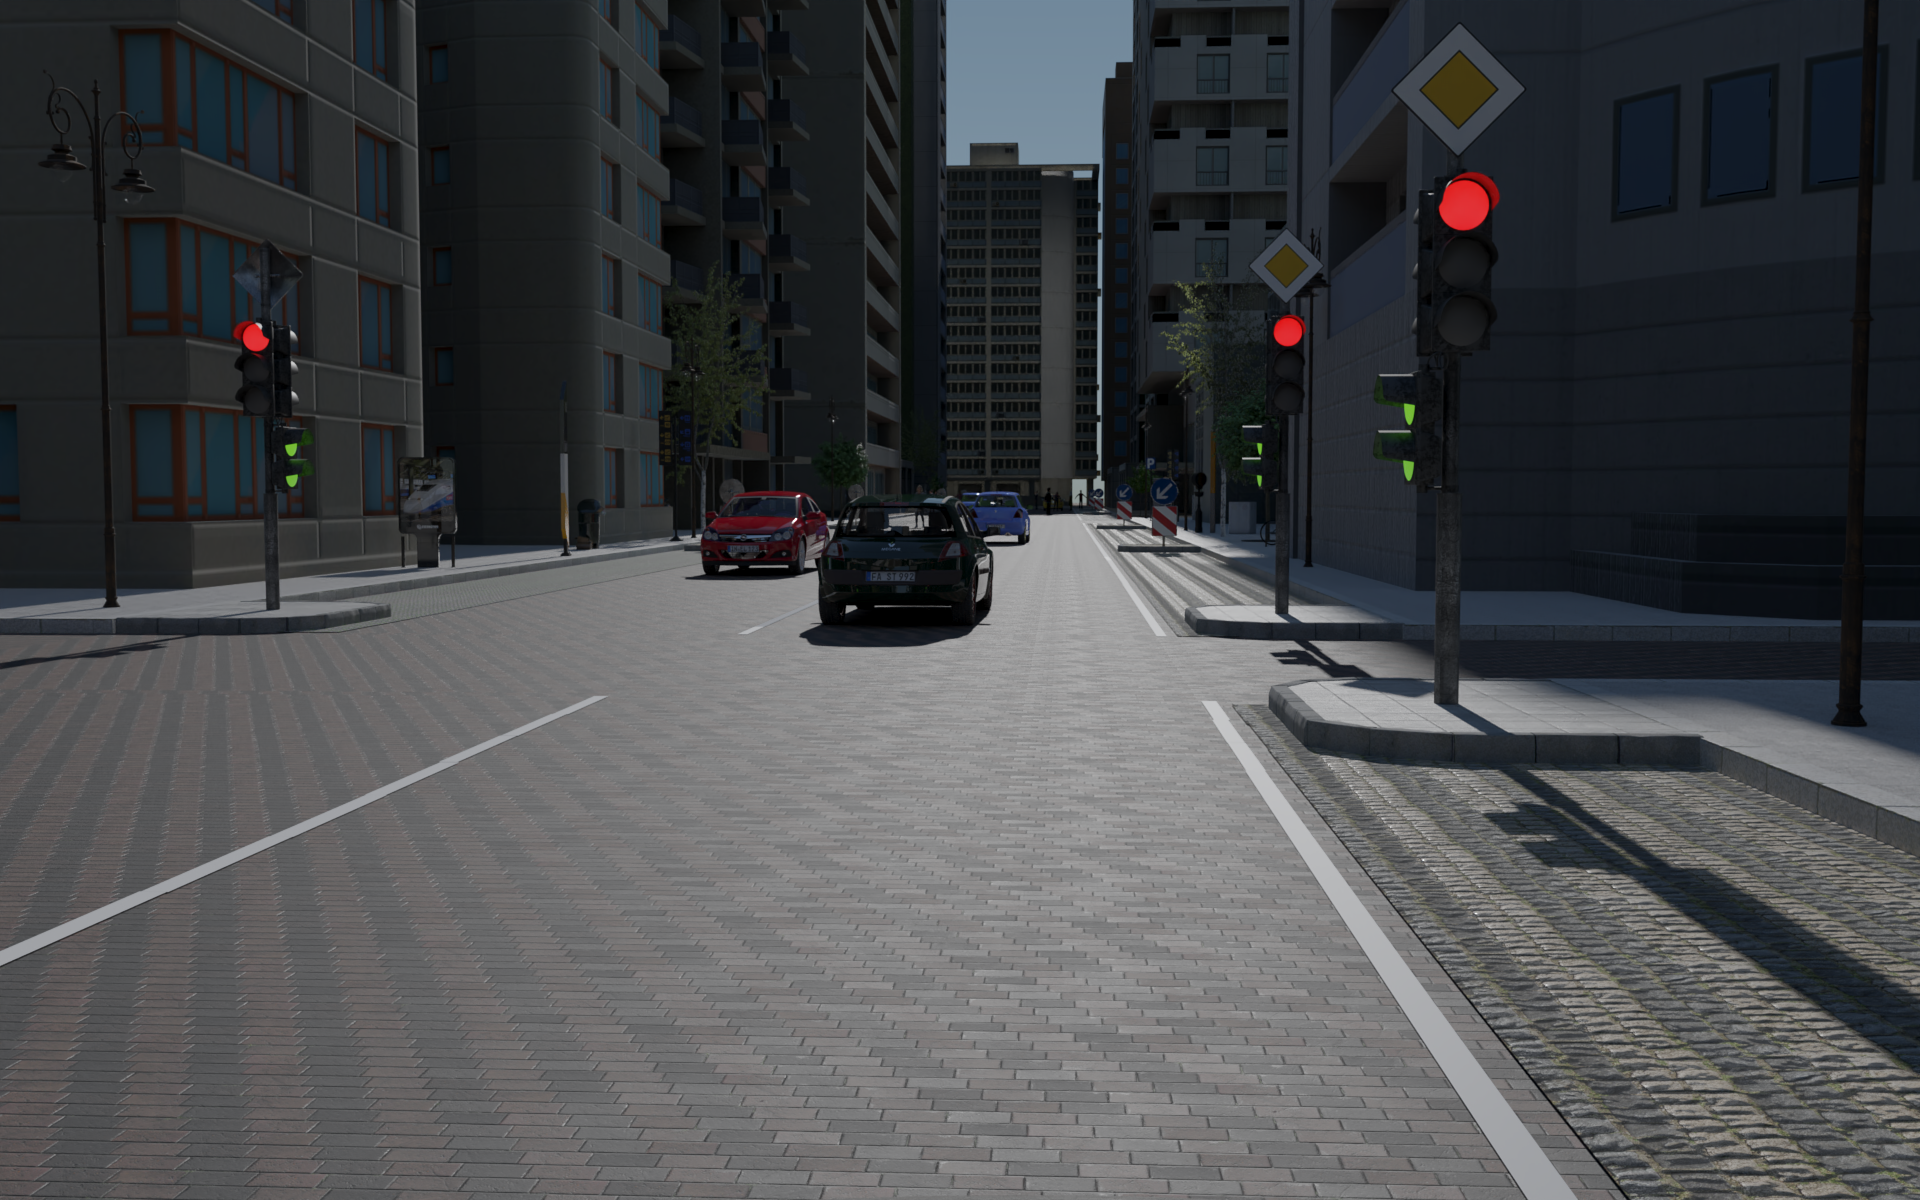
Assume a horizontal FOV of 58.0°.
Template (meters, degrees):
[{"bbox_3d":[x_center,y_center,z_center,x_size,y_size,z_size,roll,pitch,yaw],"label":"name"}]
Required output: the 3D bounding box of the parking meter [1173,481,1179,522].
[{"bbox_3d":[9.959,-4.535,79.858,0.255,1.863,0.399,0,4,-2],"label":"parking meter"}]

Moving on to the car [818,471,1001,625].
[{"bbox_3d":[-0.560,-0.645,20.338,2.009,1.686,4.222,0,4,5],"label":"car"}]

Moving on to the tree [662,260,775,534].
[{"bbox_3d":[-8.157,-6.433,55.536,4.737,8.622,4.395,0,3,0],"label":"tree"}]

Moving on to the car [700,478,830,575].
[{"bbox_3d":[-3.569,-1.416,32.188,2.155,1.783,4.494,0,4,5],"label":"car"}]

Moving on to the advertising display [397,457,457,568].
[{"bbox_3d":[-9.285,-1.529,30.206,0.974,1.923,0.123,0,4,-7],"label":"advertising display"}]

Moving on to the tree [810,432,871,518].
[{"bbox_3d":[-6.319,-6.626,92.054,4.285,4.588,4.351,0,3,0],"label":"tree"}]

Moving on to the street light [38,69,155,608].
[{"bbox_3d":[-9.625,-2.855,19.471,0.468,5.910,1.993,0,4,3],"label":"street light"}]

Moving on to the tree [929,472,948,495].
[{"bbox_3d":[-2.090,-9.348,147.442,1.663,3.219,1.824,0,3,0],"label":"tree"}]

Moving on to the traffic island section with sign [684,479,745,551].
[{"bbox_3d":[-5.843,-2.168,44.068,1.989,1.847,2.006,0,4,3],"label":"traffic island section with sign"}]

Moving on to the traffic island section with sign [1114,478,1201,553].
[{"bbox_3d":[4.933,-2.111,43.137,1.989,1.847,2.006,0,4,3],"label":"traffic island section with sign"}]

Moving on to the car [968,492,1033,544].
[{"bbox_3d":[1.171,-2.532,50.981,1.945,1.707,3.694,0,4,5],"label":"car"}]

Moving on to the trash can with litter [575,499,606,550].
[{"bbox_3d":[-8.609,-1.765,40.250,0.624,1.170,1.055,0,4,-4],"label":"trash can with litter"}]

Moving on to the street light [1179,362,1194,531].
[{"bbox_3d":[7.961,-5.387,60.866,0.468,5.910,1.993,0,4,3],"label":"street light"}]

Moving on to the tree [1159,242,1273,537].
[{"bbox_3d":[8.109,-6.189,51.547,4.360,8.622,3.978,0,3,0],"label":"tree"}]

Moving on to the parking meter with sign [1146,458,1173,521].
[{"bbox_3d":[9.697,-5.345,83.644,0.543,3.016,1.738,3,5,41],"label":"parking meter with sign"}]

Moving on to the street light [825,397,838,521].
[{"bbox_3d":[-5.967,-6.612,80.894,0.468,5.910,1.993,0,4,3],"label":"street light"}]

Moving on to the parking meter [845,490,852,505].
[{"bbox_3d":[-6.076,-5.276,94.669,0.372,1.533,0.369,0,3,0],"label":"parking meter"}]

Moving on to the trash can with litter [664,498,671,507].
[{"bbox_3d":[-9.304,-2.527,52.706,1.055,1.170,0.624,-1,4,-11],"label":"trash can with litter"}]

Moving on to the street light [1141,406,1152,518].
[{"bbox_3d":[9.819,-7.250,91.322,0.468,5.910,1.993,0,4,3],"label":"street light"}]

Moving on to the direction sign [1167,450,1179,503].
[{"bbox_3d":[10.844,-5.891,88.312,0.876,3.537,0.379,-3,5,-42],"label":"direction sign"}]

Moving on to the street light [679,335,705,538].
[{"bbox_3d":[-7.780,-4.751,50.460,0.468,5.910,1.993,0,4,3],"label":"street light"}]

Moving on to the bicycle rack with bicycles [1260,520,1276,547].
[{"bbox_3d":[8.630,-1.778,42.459,2.925,0.926,2.852,3,4,39],"label":"bicycle rack with bicycles"}]

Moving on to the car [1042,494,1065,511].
[{"bbox_3d":[7.999,-8.449,148.363,2.015,1.641,3.980,0,4,3],"label":"car"}]

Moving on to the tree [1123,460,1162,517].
[{"bbox_3d":[10.447,-6.399,99.225,1.663,3.219,1.824,0,3,0],"label":"tree"}]

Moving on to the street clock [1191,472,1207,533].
[{"bbox_3d":[7.899,-3.222,57.243,0.471,2.002,0.358,-2,4,-25],"label":"street clock"}]

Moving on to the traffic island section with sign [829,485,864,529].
[{"bbox_3d":[-4.249,-3.813,70.976,1.989,1.847,2.006,0,4,3],"label":"traffic island section with sign"}]

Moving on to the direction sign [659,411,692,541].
[{"bbox_3d":[-7.748,-3.375,47.178,0.876,3.537,0.379,-1,4,-13],"label":"direction sign"}]

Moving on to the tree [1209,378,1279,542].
[{"bbox_3d":[8.429,-3.858,46.788,4.285,4.588,4.351,0,3,0],"label":"tree"}]

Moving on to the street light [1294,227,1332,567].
[{"bbox_3d":[6.127,-3.517,30.283,0.468,5.910,1.993,0,4,3],"label":"street light"}]

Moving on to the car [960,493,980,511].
[{"bbox_3d":[0.727,-6.041,108.366,1.945,1.707,3.694,0,4,2],"label":"car"}]

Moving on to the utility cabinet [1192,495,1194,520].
[{"bbox_3d":[11.765,-4.581,86.058,0.306,1.237,1.020,1,4,18],"label":"utility cabinet"}]

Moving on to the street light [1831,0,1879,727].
[{"bbox_3d":[4.937,-2.242,9.441,0.468,5.910,1.993,0,4,3],"label":"street light"}]

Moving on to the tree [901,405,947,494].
[{"bbox_3d":[-2.928,-11.759,142.625,4.737,8.622,4.395,0,3,0],"label":"tree"}]
